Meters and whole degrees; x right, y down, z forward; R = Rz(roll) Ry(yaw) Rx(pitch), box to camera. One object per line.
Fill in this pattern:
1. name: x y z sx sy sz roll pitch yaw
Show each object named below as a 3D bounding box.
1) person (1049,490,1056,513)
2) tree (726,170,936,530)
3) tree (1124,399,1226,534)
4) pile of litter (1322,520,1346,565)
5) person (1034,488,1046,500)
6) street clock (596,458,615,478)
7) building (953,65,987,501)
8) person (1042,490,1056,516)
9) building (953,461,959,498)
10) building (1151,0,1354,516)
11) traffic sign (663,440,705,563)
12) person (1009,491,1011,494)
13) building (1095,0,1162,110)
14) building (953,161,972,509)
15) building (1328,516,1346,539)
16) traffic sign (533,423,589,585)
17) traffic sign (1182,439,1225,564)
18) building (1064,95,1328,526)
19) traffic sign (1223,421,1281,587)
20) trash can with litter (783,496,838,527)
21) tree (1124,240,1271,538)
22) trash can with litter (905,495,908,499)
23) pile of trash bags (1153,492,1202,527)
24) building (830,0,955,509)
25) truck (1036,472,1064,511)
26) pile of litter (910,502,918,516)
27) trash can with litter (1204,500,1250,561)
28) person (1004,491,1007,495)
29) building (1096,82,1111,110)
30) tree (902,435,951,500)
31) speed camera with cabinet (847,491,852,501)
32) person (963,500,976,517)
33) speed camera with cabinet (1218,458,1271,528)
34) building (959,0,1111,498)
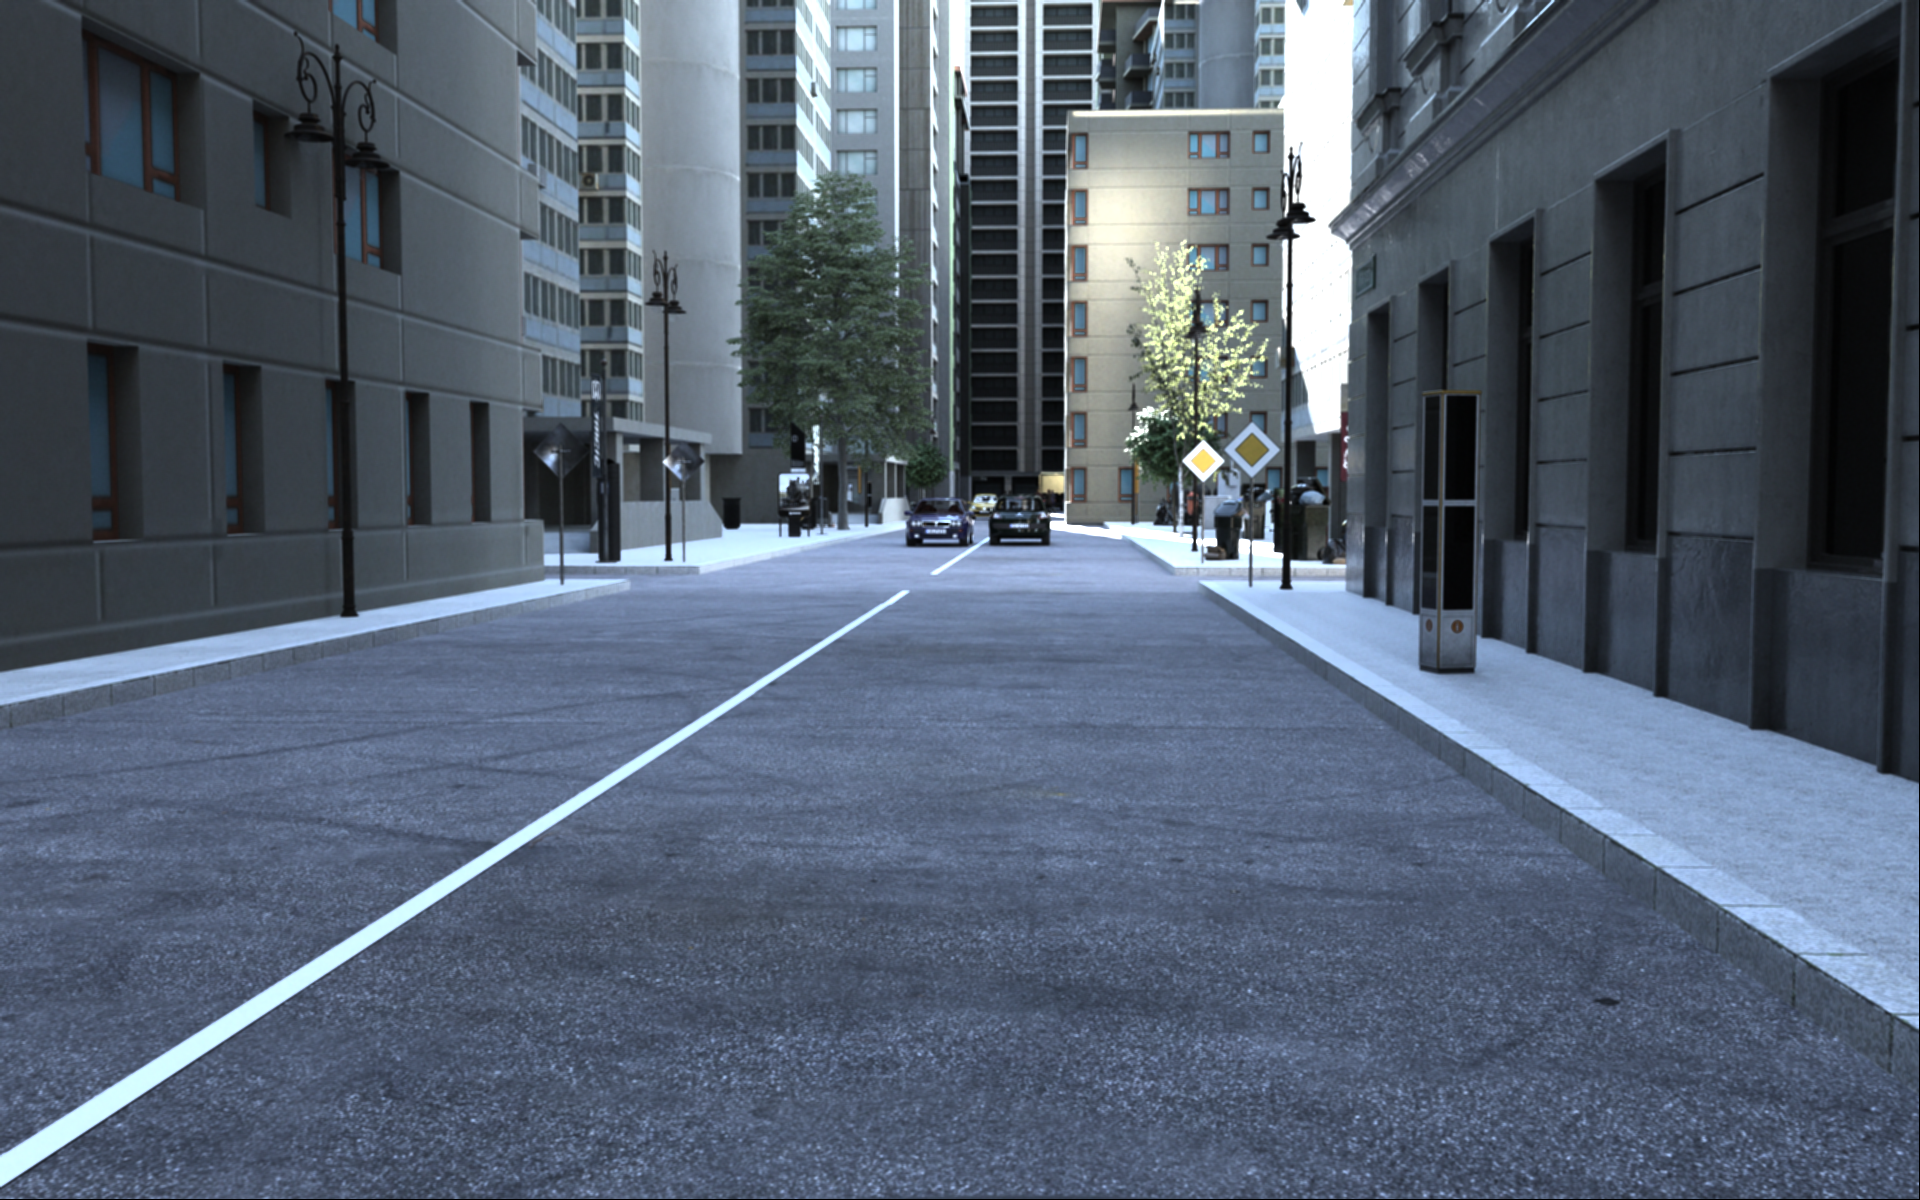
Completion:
1. person: 6.895 -7.333 129.307 0.541 1.710 0.530 1 4 16
2. tree: -4.599 -8.775 61.604 7.486 12.596 7.792 0 3 0
3. tree: 6.987 -4.441 56.320 4.285 4.588 4.351 0 3 0
4. pile of litter: 7.425 -1.099 31.928 1.719 0.858 1.176 -1 4 -10
5. person: 5.480 -6.953 122.141 1.348 1.831 0.705 1 4 19
6. street clock: -7.201 -1.875 35.224 0.471 2.002 0.358 -1 4 -19
7. building: -12.176 -31.709 173.068 28.867 44.769 22.147 0 4 3
8. person: 5.857 -6.470 115.006 1.217 1.735 0.721 -2 4 -27
9. building: -10.493 -42.383 131.214 20.563 71.187 20.611 0 4 3
10. building: 26.661 -26.491 125.010 32.217 40.220 23.993 0 4 3
11. traffic sign: -5.166 -1.758 32.384 0.795 2.450 0.064 0 4 3
12. person: 4.415 -8.630 150.279 0.721 1.739 1.217 -3 5 -43
13. building: 23.036 -30.431 152.169 22.147 44.769 28.867 0 4 3
14. building: -6.336 -23.151 150.218 14.160 30.474 14.107 0 4 3
15. building: 21.589 -21.640 45.702 23.993 40.220 32.217 0 4 3
16. traffic sign: -5.618 -1.270 24.412 0.795 2.450 0.064 0 4 3
17. traffic sign: 4.462 -1.723 31.820 0.795 2.450 0.064 0 4 3
18. building: 19.445 -15.100 91.927 27.650 21.520 28.899 0 4 3
19. traffic sign: 4.010 -1.236 23.848 0.795 2.450 0.064 0 4 3
20. trash can with litter: -5.689 -3.419 66.961 2.233 1.210 1.678 0 4 6
21. tree: 6.523 -6.093 49.981 4.360 8.622 3.978 0 3 0
22. trash can with litter: -3.047 -5.729 104.721 2.233 1.210 1.678 1 4 20
23. pile of trash bags: 9.008 -3.668 69.719 1.912 1.369 3.447 0 4 -7
24. building: -7.788 -26.356 114.520 14.154 41.232 14.086 0 4 3
25. truck: 8.188 -9.410 149.779 3.469 3.379 9.791 0 4 4
26. pile of litter: -2.395 -5.231 99.493 1.719 0.858 1.176 -3 5 -43
27. trash can with litter: 5.168 -1.364 33.696 0.624 1.170 1.055 2 4 31
28. person: 4.418 -9.820 169.767 1.217 1.736 0.721 2 4 29
29. building: 20.614 -30.018 174.385 14.154 41.232 14.086 0 4 3
30. tree: -2.197 -6.884 96.259 4.285 4.588 4.351 0 3 0
31. speed camera with cabinet: -6.826 -6.019 92.745 2.038 3.252 0.660 0 4 5
32. person: 0.164 -3.948 78.542 0.738 1.151 1.012 -2 4 -32
33. speed camera with cabinet: 10.721 -4.338 65.258 2.038 3.252 0.660 -1 4 -23
34. building: 11.070 -46.527 198.965 20.611 71.187 20.563 0 4 3
